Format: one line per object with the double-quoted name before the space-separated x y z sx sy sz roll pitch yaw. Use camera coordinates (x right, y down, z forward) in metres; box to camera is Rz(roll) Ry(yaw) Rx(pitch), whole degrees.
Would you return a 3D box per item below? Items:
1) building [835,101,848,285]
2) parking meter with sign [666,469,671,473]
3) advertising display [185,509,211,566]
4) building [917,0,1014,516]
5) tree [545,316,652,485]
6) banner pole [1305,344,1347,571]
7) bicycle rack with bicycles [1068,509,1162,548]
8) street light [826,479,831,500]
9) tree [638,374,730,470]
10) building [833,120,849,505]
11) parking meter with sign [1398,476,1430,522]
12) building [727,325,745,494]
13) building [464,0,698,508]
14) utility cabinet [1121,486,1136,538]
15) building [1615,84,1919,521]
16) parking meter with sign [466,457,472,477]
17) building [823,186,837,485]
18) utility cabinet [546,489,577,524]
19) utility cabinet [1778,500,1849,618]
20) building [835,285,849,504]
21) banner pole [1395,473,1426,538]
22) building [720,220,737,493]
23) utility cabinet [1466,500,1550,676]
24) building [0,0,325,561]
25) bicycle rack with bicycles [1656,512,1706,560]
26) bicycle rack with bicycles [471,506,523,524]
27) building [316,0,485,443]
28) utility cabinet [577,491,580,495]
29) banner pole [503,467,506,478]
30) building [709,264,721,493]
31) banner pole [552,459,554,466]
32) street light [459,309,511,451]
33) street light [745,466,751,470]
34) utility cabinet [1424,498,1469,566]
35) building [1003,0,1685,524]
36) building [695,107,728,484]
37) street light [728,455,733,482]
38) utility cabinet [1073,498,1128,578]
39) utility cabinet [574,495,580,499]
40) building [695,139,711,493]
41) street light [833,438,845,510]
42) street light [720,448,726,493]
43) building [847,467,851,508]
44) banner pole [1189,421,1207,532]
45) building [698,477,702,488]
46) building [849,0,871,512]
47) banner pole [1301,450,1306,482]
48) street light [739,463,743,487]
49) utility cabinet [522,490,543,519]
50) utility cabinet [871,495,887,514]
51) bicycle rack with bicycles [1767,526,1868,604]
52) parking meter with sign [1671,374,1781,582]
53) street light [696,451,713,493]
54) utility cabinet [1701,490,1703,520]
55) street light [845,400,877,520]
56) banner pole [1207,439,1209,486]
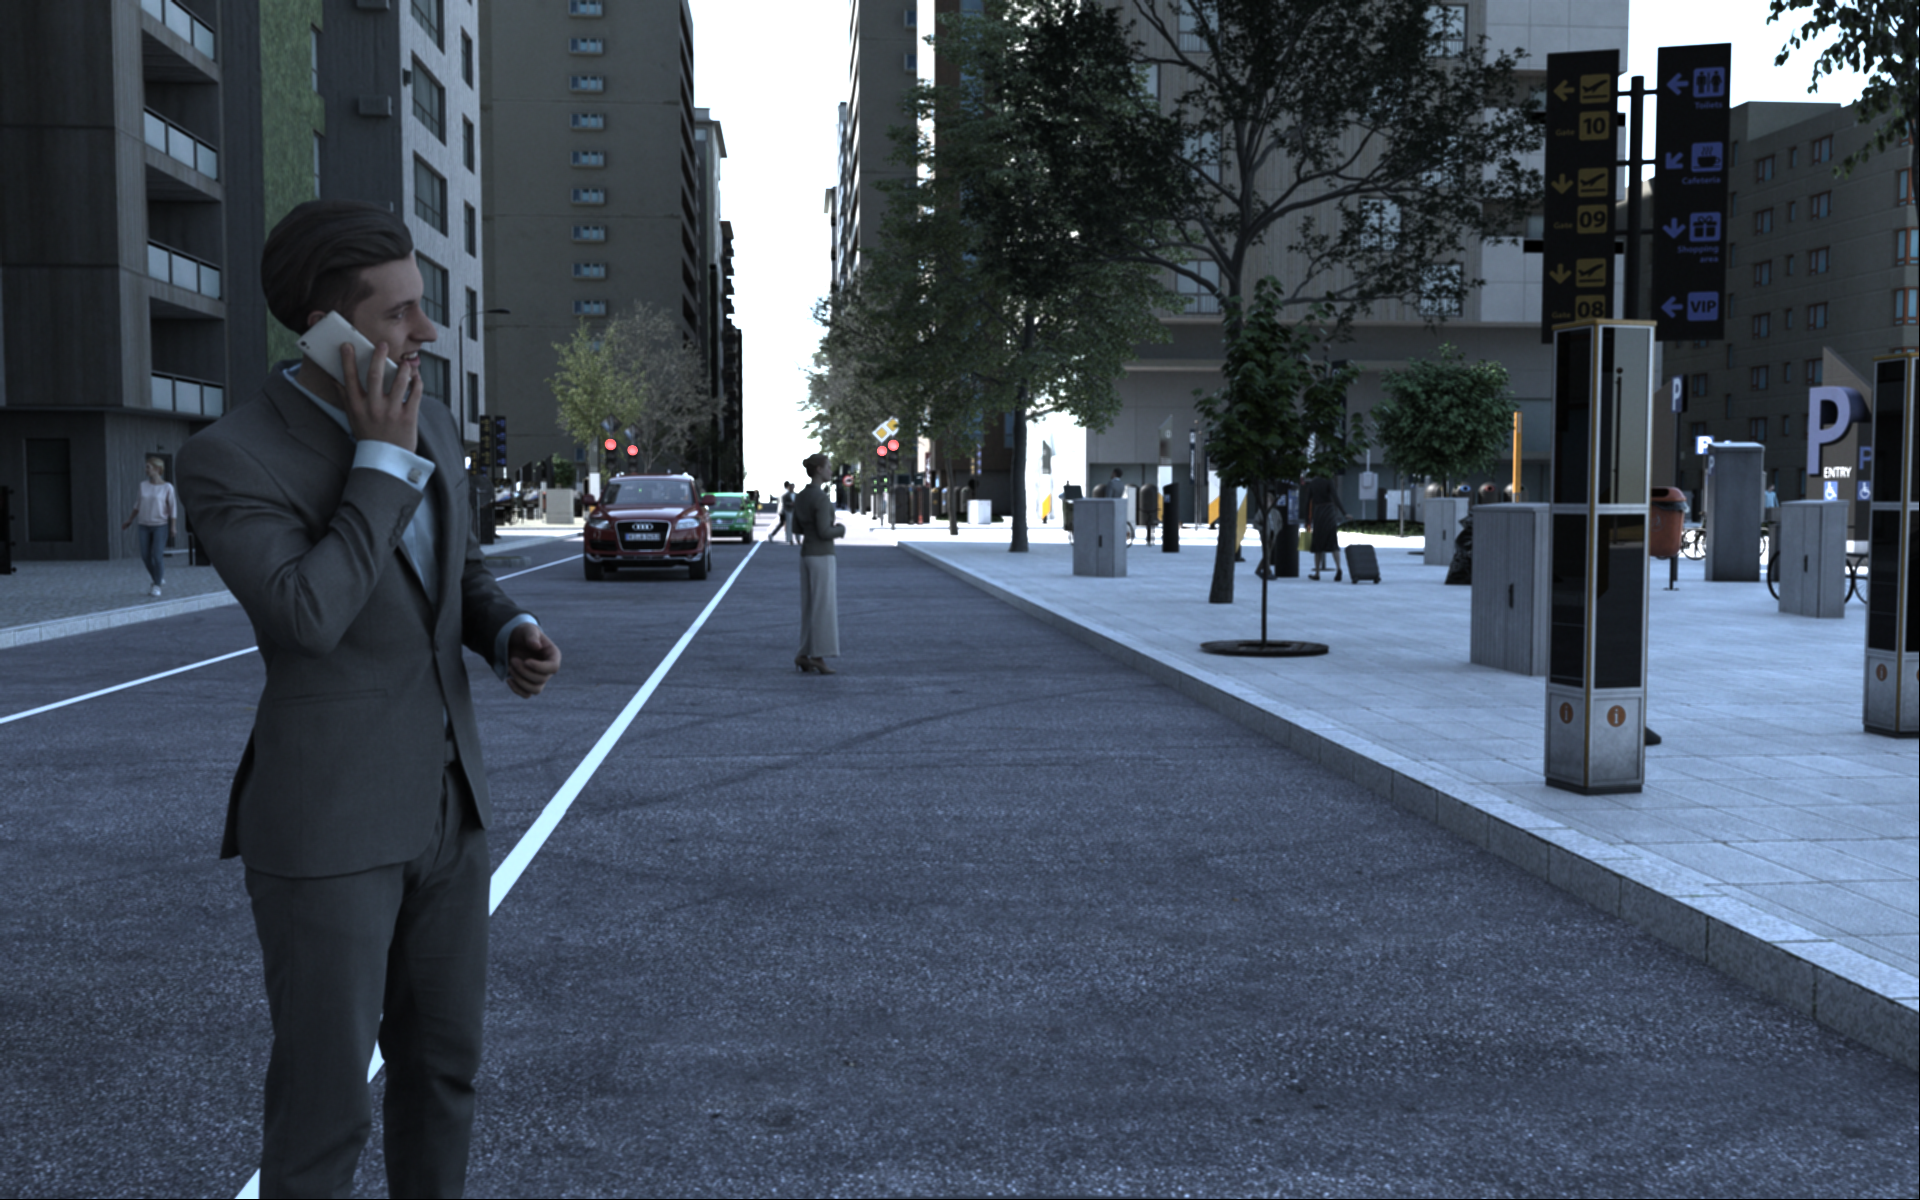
"building" -8.078 -43.978 261.032 21.231 58.520 28.212 0 4 -5
"parking meter with sign" -21.430 -7.747 122.922 1.738 3.016 0.543 1 4 18
"advertising display" -13.550 -1.574 30.941 0.974 1.923 0.123 3 5 39
"building" 4.741 -27.971 107.439 14.600 45.320 14.200 0 4 -5
"tree" -15.167 -7.486 72.763 4.737 8.622 4.395 0 3 0
"banner pole" 6.175 -2.367 28.713 0.401 3.779 0.863 -1 4 -20
"bicycle rack with bicycles" 3.991 -1.776 42.422 2.852 0.926 2.925 0 4 -6
"street light" -10.209 -10.449 143.384 1.470 5.913 1.316 0 4 -5
"tree" -21.081 -12.143 132.952 7.601 10.594 8.767 -2 4 -34
"building" -2.878 -35.720 203.628 23.786 49.044 30.456 0 4 -5
"parking meter with sign" 18.682 -4.538 70.451 1.738 3.016 0.543 -1 4 -19
"building" -43.467 -31.681 289.683 14.160 30.474 14.107 0 4 -5
"building" -34.414 -32.268 151.284 21.300 48.544 21.600 0 4 -5
"utility cabinet" 4.792 -2.575 50.773 0.318 1.500 1.173 -1 4 -19
"building" 52.831 -14.855 87.918 28.899 21.520 27.650 0 4 -5
"parking meter with sign" -23.934 -5.224 81.680 1.738 3.016 0.543 -3 4 -38
"building" -8.243 -42.817 289.291 28.713 52.752 27.495 0 4 -5
"utility cabinet" -16.913 -3.948 73.230 1.173 1.500 0.318 1 4 18
"utility cabinet" 9.028 -0.440 18.361 0.306 1.237 1.020 0 4 4
"building" -10.339 -28.648 240.093 14.160 30.474 14.107 0 4 -5
"banner pole" 13.104 -3.688 50.318 0.863 3.779 0.401 1 4 22
"building" -45.909 -37.483 267.476 22.147 44.769 28.867 0 4 -5
"utility cabinet" 4.075 -0.092 12.665 0.306 1.237 1.020 0 4 -7
"building" -21.994 -21.468 34.602 14.154 41.232 14.086 0 4 -5
"bicycle rack with bicycles" 14.680 -1.271 34.160 2.852 0.926 2.925 -2 4 -26
"bicycle rack with bicycles" -19.999 -3.722 74.230 2.925 0.926 2.852 2 4 28
"building" -21.356 -16.952 48.874 14.107 30.474 14.160 0 4 -5
"utility cabinet" -25.617 -6.558 115.898 0.318 1.500 1.173 0 4 -5
"banner pole" -35.993 -8.983 136.895 0.401 3.779 0.863 -2 4 -31
"building" -36.327 -26.710 208.403 14.160 30.474 14.107 0 4 -5
"banner pole" -29.108 -8.164 123.501 0.401 3.779 0.863 1 4 14
"street light" -11.950 -4.339 43.487 1.470 5.913 1.316 0 4 -5
"street light" -32.061 -17.351 256.230 1.470 5.913 1.316 0 4 -5
"utility cabinet" 8.714 -1.219 31.097 0.306 1.237 1.020 -1 4 -15
"building" 16.586 -30.369 85.778 27.495 52.752 28.713 0 4 -5
"building" -46.712 -39.735 238.904 28.713 52.752 27.495 0 4 -5
"street light" -26.983 -14.102 203.104 1.470 5.913 1.316 0 4 -5
"utility cabinet" 2.174 -0.970 27.016 0.306 1.237 1.020 -2 4 -34
"utility cabinet" -25.539 -6.316 114.432 0.306 1.237 1.020 1 4 23
"building" -35.415 -31.219 194.028 14.154 41.232 14.086 0 4 -5
"street light" -7.499 -8.629 113.630 1.470 5.913 1.316 0 4 -5
"street light" -24.213 -12.277 173.277 1.470 5.913 1.316 0 4 -5
"building" 0.296 -43.856 155.291 20.563 71.187 20.611 0 4 -5
"banner pole" 7.956 -4.211 58.862 0.401 3.779 0.863 2 4 30
"building" -42.631 -29.505 174.293 32.217 40.220 23.993 0 4 -5
"building" 2.509 -31.156 133.097 21.300 48.544 21.600 0 4 -5
"banner pole" 8.830 -3.235 42.904 0.863 3.779 0.401 -1 4 -17
"street light" -29.220 -15.557 226.889 1.470 5.913 1.316 0 4 -5
"utility cabinet" -22.026 -4.927 89.233 1.173 1.500 0.318 2 4 29
"utility cabinet" -5.124 -6.016 109.526 1.020 1.237 0.306 -3 4 -38
"bicycle rack with bicycles" 10.879 -0.372 19.461 2.852 0.926 2.925 0 4 -2
"parking meter with sign" 11.390 -1.783 25.413 1.738 3.016 0.543 0 4 7
"street light" -21.378 -10.483 143.935 1.470 5.913 1.316 0 4 -5
"utility cabinet" 36.420 -4.605 83.967 1.173 1.500 0.318 2 4 24
"street light" -4.717 -6.834 84.283 1.470 5.913 1.316 0 4 -5
"banner pole" 9.866 -4.855 69.404 0.863 3.779 0.401 1 4 14
